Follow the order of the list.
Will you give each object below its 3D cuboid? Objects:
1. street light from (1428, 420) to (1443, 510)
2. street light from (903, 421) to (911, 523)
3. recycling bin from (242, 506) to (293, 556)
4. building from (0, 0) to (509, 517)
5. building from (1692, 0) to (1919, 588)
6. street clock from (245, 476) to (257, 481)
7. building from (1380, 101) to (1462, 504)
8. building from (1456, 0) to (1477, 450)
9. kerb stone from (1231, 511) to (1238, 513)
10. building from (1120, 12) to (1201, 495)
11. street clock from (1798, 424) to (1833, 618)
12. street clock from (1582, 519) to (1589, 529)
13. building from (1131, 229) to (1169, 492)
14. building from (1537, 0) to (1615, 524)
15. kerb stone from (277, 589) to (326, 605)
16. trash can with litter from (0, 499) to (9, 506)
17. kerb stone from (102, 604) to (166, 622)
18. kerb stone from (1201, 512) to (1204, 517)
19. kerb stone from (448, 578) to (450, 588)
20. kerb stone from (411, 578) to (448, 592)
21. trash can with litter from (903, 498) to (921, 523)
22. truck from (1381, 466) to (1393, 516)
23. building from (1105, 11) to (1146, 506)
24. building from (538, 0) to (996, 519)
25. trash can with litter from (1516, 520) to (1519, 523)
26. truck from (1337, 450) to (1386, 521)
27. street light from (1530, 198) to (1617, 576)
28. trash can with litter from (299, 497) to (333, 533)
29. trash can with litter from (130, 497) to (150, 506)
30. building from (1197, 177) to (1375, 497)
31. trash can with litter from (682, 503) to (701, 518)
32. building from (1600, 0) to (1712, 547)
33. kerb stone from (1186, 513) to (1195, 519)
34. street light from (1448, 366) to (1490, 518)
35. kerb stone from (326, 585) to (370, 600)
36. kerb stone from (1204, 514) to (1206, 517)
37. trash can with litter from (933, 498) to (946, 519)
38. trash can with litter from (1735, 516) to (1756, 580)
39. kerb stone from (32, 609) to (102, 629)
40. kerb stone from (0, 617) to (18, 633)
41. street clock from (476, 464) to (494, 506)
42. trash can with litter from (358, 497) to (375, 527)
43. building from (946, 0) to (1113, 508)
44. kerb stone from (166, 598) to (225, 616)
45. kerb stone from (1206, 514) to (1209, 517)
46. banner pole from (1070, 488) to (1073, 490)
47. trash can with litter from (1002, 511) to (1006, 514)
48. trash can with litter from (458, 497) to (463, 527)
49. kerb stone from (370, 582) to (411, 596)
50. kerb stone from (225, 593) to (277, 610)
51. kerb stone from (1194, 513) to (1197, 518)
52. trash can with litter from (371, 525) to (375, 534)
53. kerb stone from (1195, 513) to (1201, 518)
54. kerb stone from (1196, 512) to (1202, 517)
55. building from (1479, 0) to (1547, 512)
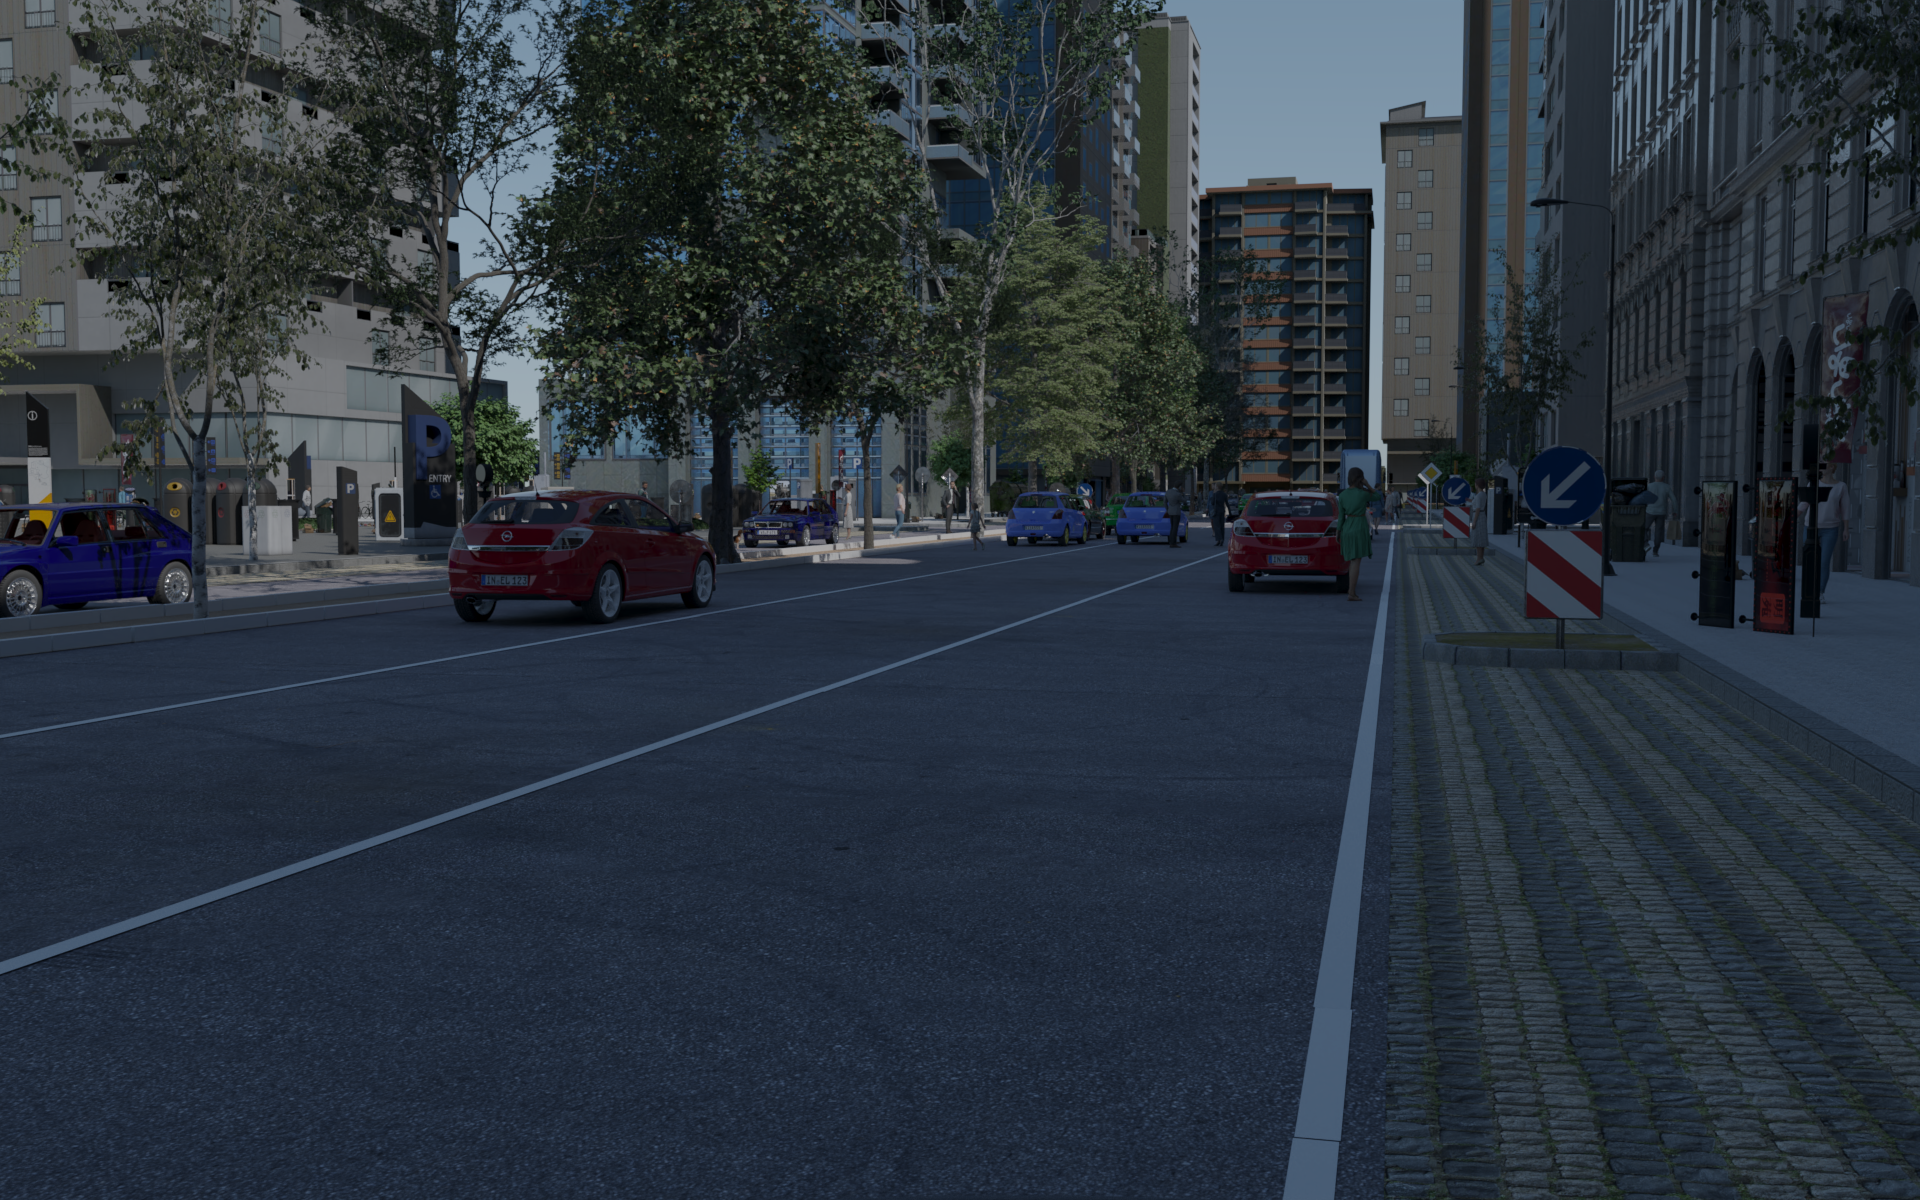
[{"bbox_3d":[30.215,-8.319,108.551,1.470,5.913,1.316,1,4,14],"label":"street light"},{"bbox_3d":[-1.822,-6.354,76.432,1.470,5.913,1.316,1,4,14],"label":"street light"},{"bbox_3d":[-14.574,-1.461,36.445,0.722,1.027,0.722,1,4,19],"label":"recycling bin"},{"bbox_3d":[-46.258,-31.356,101.914,27.495,52.752,28.713,1,4,14],"label":"building"},{"bbox_3d":[20.443,-11.388,27.998,13.314,21.916,24.055,1,4,14],"label":"building"},{"bbox_3d":[-27.597,-3.850,67.510,0.471,2.002,0.358,0,4,-3],"label":"street clock"},{"bbox_3d":[71.721,-39.700,238.326,27.495,52.752,28.713,1,4,14],"label":"building"},{"bbox_3d":[45.364,-29.439,131.440,14.600,45.320,14.200,1,4,14],"label":"building"},{"bbox_3d":[20.631,-6.599,130.081,0.120,0.150,1.000,1,4,14],"label":"kerb stone"},{"bbox_3d":[14.942,-41.106,214.083,28.212,58.520,21.231,1,4,14],"label":"building"},{"bbox_3d":[8.836,-0.818,17.944,0.358,2.002,0.471,2,4,25],"label":"street clock"},{"bbox_3d":[19.700,-3.055,54.514,0.471,2.002,0.358,3,5,42],"label":"street clock"},{"bbox_3d":[14.750,-25.475,188.221,14.160,30.474,14.107,1,4,14],"label":"building"},{"bbox_3d":[33.085,-23.931,74.860,14.086,41.232,14.154,1,4,14],"label":"building"},{"bbox_3d":[-8.685,-0.029,22.680,0.120,0.150,1.000,1,4,14],"label":"kerb stone"},{"bbox_3d":[-16.042,-1.131,29.548,1.678,1.210,2.233,3,5,43],"label":"trash can with litter"},{"bbox_3d":[-9.446,0.154,19.680,0.120,0.150,1.000,1,4,14],"label":"kerb stone"},{"bbox_3d":[14.853,-5.200,107.213,0.120,0.150,1.000,1,4,14],"label":"kerb stone"},{"bbox_3d":[-7.688,-0.272,26.646,0.120,0.150,1.000,1,4,14],"label":"kerb stone"},{"bbox_3d":[-7.937,-0.202,25.655,0.120,0.150,1.000,1,4,14],"label":"kerb stone"},{"bbox_3d":[-2.253,-4.076,78.025,1.055,1.170,0.624,1,4,21],"label":"trash can with litter"},{"bbox_3d":[27.482,-7.428,117.366,3.469,3.379,9.791,1,4,15],"label":"truck"},{"bbox_3d":[5.055,-33.489,167.158,23.786,49.044,30.456,1,4,14],"label":"building"},{"bbox_3d":[-10.171,-48.500,105.642,22.319,86.520,31.000,1,4,14],"label":"building"},{"bbox_3d":[24.121,-3.964,76.200,1.055,1.170,0.624,3,5,40],"label":"trash can with litter"},{"bbox_3d":[22.767,-6.688,99.109,2.967,4.110,18.799,1,4,14],"label":"truck"},{"bbox_3d":[9.637,-3.344,27.222,1.470,5.913,1.316,1,4,14],"label":"street light"},{"bbox_3d":[-21.101,-2.781,56.850,1.055,1.170,0.624,-3,5,-40],"label":"trash can with litter"},{"bbox_3d":[-28.885,-3.042,61.131,0.624,1.170,1.055,-1,4,-9],"label":"trash can with litter"},{"bbox_3d":[42.886,-35.952,242.446,28.867,44.769,22.147,1,4,14],"label":"building"},{"bbox_3d":[-14.047,-4.839,90.510,1.055,1.170,0.624,-3,4,-36],"label":"trash can with litter"},{"bbox_3d":[24.243,-12.214,48.852,9.793,20.994,18.267,1,4,14],"label":"building"},{"bbox_3d":[13.590,-4.891,102.243,0.120,0.150,1.000,1,4,14],"label":"kerb stone"},{"bbox_3d":[18.613,-5.531,62.969,1.470,5.913,1.316,1,4,14],"label":"street light"},{"bbox_3d":[-8.434,-0.090,23.671,0.120,0.150,1.000,1,4,14],"label":"kerb stone"},{"bbox_3d":[15.096,-5.258,108.207,0.120,0.150,1.000,1,4,14],"label":"kerb stone"},{"bbox_3d":[-0.841,-4.776,89.467,0.624,1.170,1.055,3,5,44],"label":"trash can with litter"},{"bbox_3d":[11.831,-0.884,25.840,1.055,1.170,0.624,1,4,10],"label":"trash can with litter"},{"bbox_3d":[-9.697,0.214,18.689,0.120,0.150,1.000,1,4,14],"label":"kerb stone"},{"bbox_3d":[-9.943,0.280,17.698,0.120,0.150,1.000,1,4,14],"label":"kerb stone"},{"bbox_3d":[-11.389,-2.260,41.525,0.471,2.002,0.358,3,5,44],"label":"street clock"},{"bbox_3d":[-23.350,-3.546,69.039,2.233,1.210,1.678,2,4,30],"label":"trash can with litter"},{"bbox_3d":[3.817,-29.649,134.877,14.600,45.320,14.200,1,4,14],"label":"building"},{"bbox_3d":[-9.189,0.103,20.676,0.120,0.150,1.000,1,4,14],"label":"kerb stone"},{"bbox_3d":[15.609,-5.378,110.202,0.120,0.150,1.000,1,4,14],"label":"kerb stone"},{"bbox_3d":[8.087,-8.378,126.990,0.401,3.779,0.863,2,4,30],"label":"banner pole"},{"bbox_3d":[2.833,-6.091,110.979,0.624,1.170,1.055,2,4,30],"label":"trash can with litter"},{"bbox_3d":[-16.290,-2.826,57.268,1.678,1.210,2.233,2,4,35],"label":"trash can with litter"},{"bbox_3d":[-8.186,-0.151,24.662,0.120,0.150,1.000,1,4,14],"label":"kerb stone"},{"bbox_3d":[-8.943,0.034,21.679,0.120,0.150,1.000,1,4,14],"label":"kerb stone"},{"bbox_3d":[13.840,-4.955,103.234,0.120,0.150,1.000,1,4,14],"label":"kerb stone"},{"bbox_3d":[-18.487,-2.717,55.813,0.624,1.170,1.055,1,4,11],"label":"trash can with litter"},{"bbox_3d":[14.349,-5.078,105.218,0.120,0.150,1.000,1,4,14],"label":"kerb stone"},{"bbox_3d":[14.595,-5.139,106.210,0.120,0.150,1.000,1,4,14],"label":"kerb stone"},{"bbox_3d":[42.781,-48.114,99.332,22.319,86.520,31.000,1,4,14],"label":"building"}]
